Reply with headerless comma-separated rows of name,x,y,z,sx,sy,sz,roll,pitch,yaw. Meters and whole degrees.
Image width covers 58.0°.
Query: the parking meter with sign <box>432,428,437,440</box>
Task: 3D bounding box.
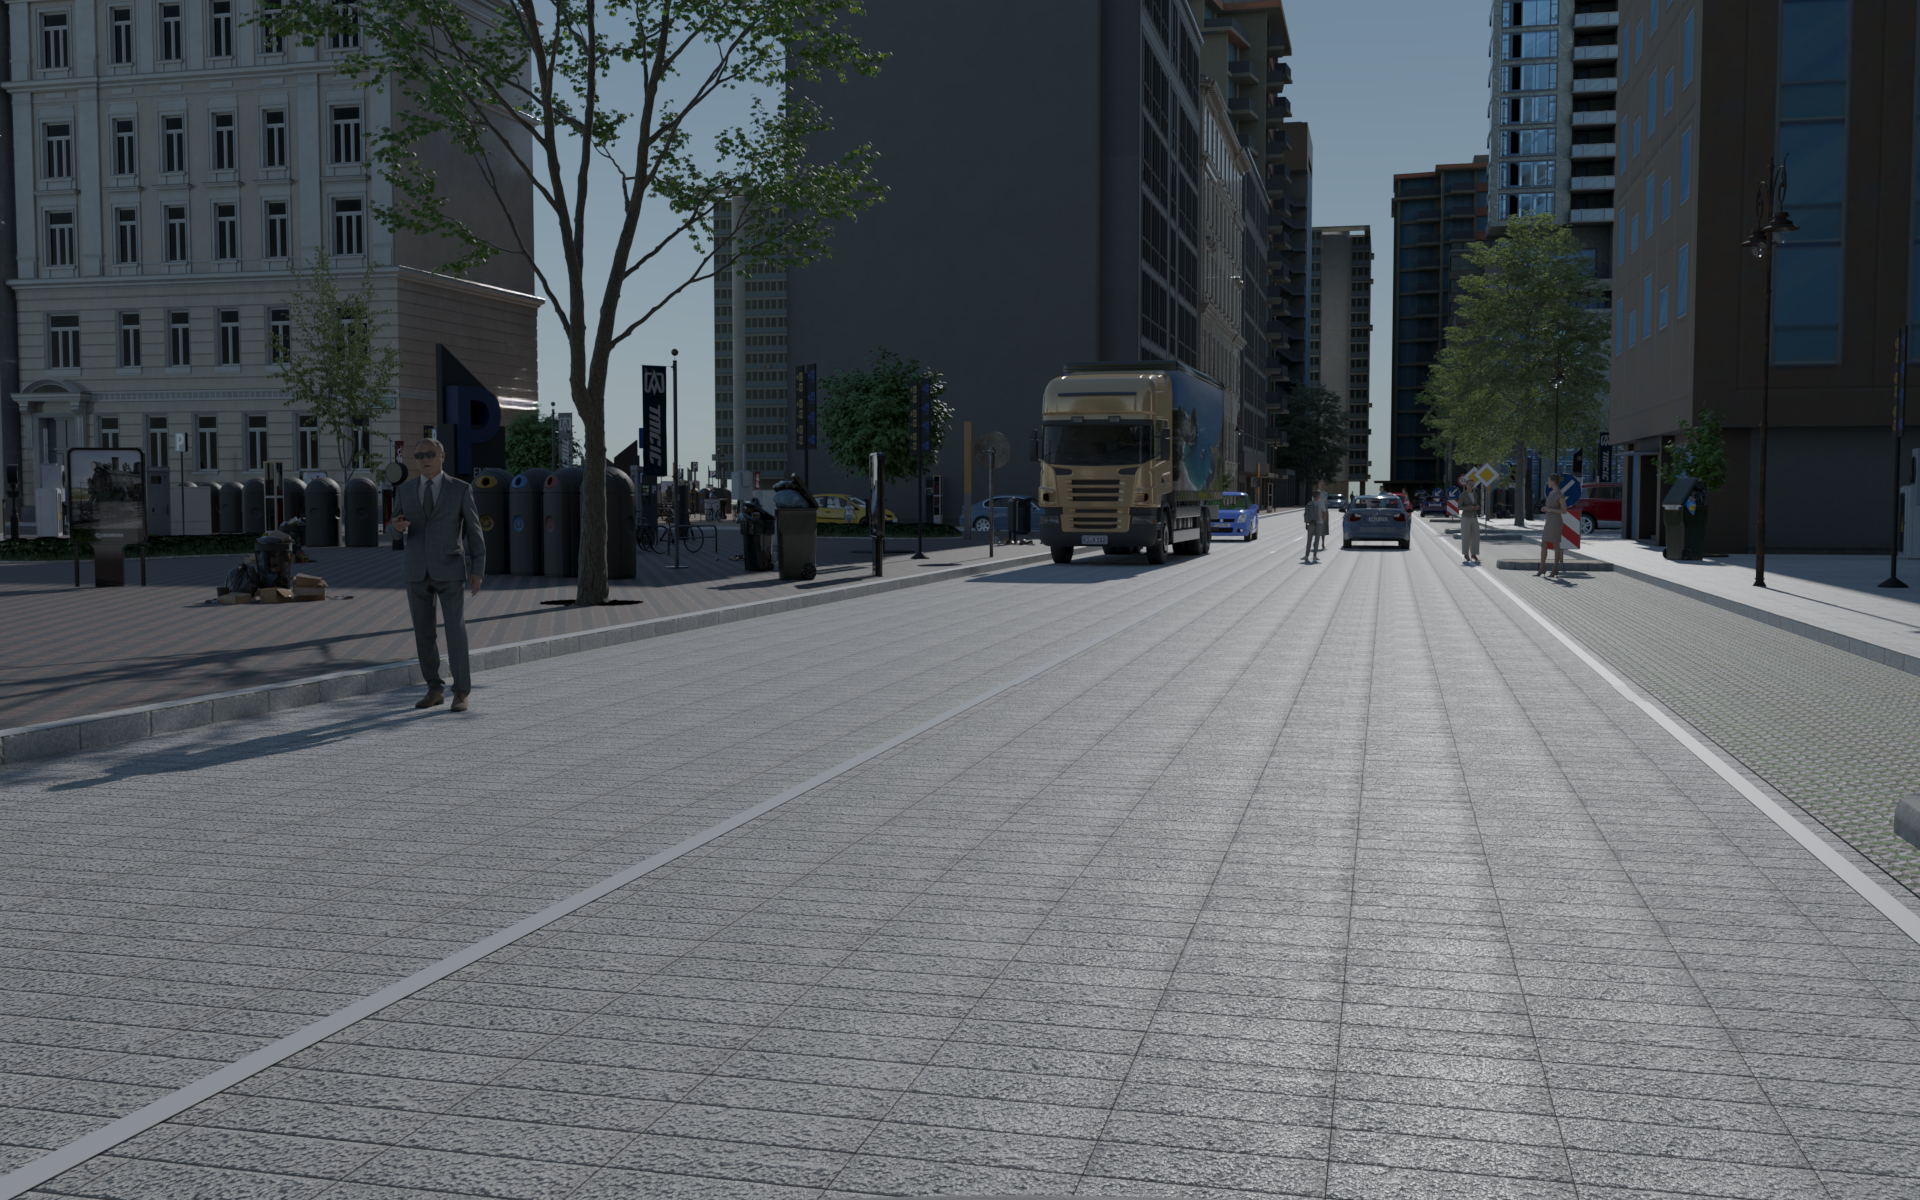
parking meter with sign,-13.093,-3.050,46.122,1.738,3.016,0.543,-2,4,-30

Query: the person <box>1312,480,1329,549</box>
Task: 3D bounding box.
person,9.463,-2.255,45.588,0.478,1.798,0.641,0,4,-4

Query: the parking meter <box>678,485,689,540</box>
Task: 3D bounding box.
parking meter,-7.784,-2.451,48.482,0.372,1.533,0.369,0,3,0

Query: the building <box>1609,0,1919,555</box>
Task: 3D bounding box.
building,23.894,-23.888,40.678,14.600,45.320,14.200,1,4,14

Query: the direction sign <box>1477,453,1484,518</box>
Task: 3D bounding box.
direction sign,28.186,-6.235,93.941,0.379,3.537,0.876,0,4,-5

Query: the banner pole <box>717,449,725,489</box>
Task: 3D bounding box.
banner pole,-13.254,-6.481,95.977,0.401,3.779,0.863,2,4,25

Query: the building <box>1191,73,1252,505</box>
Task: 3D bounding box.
building,9.943,-18.667,102.463,12.463,27.353,25.104,1,4,14

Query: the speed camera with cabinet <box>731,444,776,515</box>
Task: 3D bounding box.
speed camera with cabinet,-8.138,-4.583,69.262,2.038,3.252,0.660,-3,5,-40

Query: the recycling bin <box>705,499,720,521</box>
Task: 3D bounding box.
recycling bin,-12.062,-4.395,84.405,0.722,1.027,0.722,-1,4,-10

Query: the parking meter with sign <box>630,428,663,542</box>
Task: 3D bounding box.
parking meter with sign,-8.513,-3.065,46.366,0.543,3.016,1.738,-2,4,-25

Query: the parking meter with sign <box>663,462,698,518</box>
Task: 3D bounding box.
parking meter with sign,-14.983,-5.940,93.373,1.738,3.016,0.543,2,4,27

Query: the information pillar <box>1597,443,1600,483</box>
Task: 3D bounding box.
information pillar,29.471,-5.403,79.689,0.504,3.616,0.183,-3,5,-40

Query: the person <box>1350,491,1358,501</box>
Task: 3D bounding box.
person,43.799,-11.237,192.757,0.750,1.759,0.617,-1,4,-10

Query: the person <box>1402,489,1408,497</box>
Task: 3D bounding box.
person,33.113,-7.399,129.390,0.656,1.842,0.836,0,4,-7

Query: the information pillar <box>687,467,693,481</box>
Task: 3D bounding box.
information pillar,-23.452,-9.723,150.329,0.504,3.616,0.183,1,4,15

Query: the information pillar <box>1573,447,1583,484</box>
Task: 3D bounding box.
information pillar,30.757,-5.803,86.227,0.504,3.616,0.183,3,5,39

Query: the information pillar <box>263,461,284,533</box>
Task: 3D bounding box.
information pillar,-15.372,-2.100,38.825,0.304,2.012,0.304,1,4,13

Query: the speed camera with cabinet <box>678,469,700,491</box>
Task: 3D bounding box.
speed camera with cabinet,-18.508,-7.514,117.181,2.038,3.252,0.660,3,4,37

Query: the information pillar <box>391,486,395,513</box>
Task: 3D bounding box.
information pillar,-19.177,-3.329,58.920,0.304,2.012,0.304,-1,4,-23

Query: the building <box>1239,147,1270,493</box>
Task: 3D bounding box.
building,14.589,-20.379,126.696,14.314,27.812,24.014,1,4,14

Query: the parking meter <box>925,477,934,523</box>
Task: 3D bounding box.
parking meter,-1.019,-3.189,57.850,0.255,1.863,0.399,0,4,-6

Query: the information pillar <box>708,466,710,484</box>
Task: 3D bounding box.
information pillar,-20.626,-9.231,142.282,0.183,3.616,0.504,0,4,-2

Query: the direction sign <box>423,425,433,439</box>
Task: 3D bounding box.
direction sign,-17.322,-3.995,57.323,0.379,3.537,0.876,3,5,44

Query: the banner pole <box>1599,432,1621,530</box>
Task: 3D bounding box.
banner pole,23.126,-4.381,61.642,0.863,3.779,0.401,0,4,-3

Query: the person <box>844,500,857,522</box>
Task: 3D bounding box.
person,-3.966,-2.989,62.389,0.505,1.210,0.382,-1,4,-9

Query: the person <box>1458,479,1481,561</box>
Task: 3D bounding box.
person,10.855,-1.699,36.831,0.519,1.759,0.362,-1,4,-21

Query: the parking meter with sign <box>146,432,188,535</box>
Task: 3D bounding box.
parking meter with sign,-22.522,-3.189,48.408,0.543,3.016,1.738,3,4,37

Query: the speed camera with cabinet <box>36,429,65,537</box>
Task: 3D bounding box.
speed camera with cabinet,-27.218,-3.517,51.847,0.660,3.252,2.038,-1,4,-21

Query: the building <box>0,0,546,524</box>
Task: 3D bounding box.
building,-31.888,-18.099,81.824,20.117,28.700,13.634,1,4,14

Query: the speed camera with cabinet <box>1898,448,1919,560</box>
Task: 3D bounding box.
speed camera with cabinet,18.667,-2.398,33.540,0.660,3.252,2.038,1,4,21

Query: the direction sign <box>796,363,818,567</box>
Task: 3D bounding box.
direction sign,-2.700,-2.352,30.451,0.379,3.537,0.876,-2,4,-28

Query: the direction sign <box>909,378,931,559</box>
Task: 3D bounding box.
direction sign,-0.789,-2.582,34.220,0.379,3.537,0.876,-2,4,-28

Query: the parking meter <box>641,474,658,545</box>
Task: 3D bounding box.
parking meter,-7.827,-2.323,43.691,0.255,1.863,0.399,2,4,24

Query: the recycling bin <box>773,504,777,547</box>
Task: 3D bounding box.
recycling bin,-4.131,-1.819,42.300,0.722,1.027,0.722,1,4,10

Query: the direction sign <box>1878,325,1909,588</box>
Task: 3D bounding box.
direction sign,12.820,-1.938,23.689,0.379,3.537,0.876,1,4,20

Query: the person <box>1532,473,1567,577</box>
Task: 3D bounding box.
person,10.099,-1.272,29.634,0.374,1.781,0.599,-1,4,-10

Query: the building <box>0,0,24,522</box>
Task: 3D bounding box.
building,-51.514,-16.389,85.984,19.932,24.808,12.078,1,4,14

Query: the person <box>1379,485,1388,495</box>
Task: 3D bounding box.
person,19.117,-4.248,77.976,0.620,1.820,0.660,-2,4,-28

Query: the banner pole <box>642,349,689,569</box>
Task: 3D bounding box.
banner pole,-5.090,-2.431,29.757,0.863,3.779,0.401,-3,4,-37

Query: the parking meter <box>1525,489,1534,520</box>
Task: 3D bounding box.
parking meter,27.799,-4.654,84.504,0.372,1.533,0.369,0,3,0

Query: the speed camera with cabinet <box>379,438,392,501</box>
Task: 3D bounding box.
speed camera with cabinet,-19.437,-4.089,61.190,2.038,3.252,0.660,-2,4,-29

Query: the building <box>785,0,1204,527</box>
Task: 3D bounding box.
building,2.712,-17.460,78.981,14.314,27.812,24.014,1,4,14

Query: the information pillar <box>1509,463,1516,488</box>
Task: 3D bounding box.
information pillar,41.418,-8.473,129.891,0.504,3.616,0.183,3,5,42

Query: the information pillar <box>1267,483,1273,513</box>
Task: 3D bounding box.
information pillar,21.499,-7.078,120.223,0.304,2.012,0.304,0,4,-7

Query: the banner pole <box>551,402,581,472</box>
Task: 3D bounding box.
banner pole,-10.803,-3.479,46.896,0.863,3.779,0.401,2,4,24

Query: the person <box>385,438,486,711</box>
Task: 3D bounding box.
person,-3.507,-0.174,11.516,0.661,1.801,0.590,0,4,-2

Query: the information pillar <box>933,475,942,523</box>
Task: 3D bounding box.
information pillar,-0.874,-3.880,67.932,0.304,2.012,0.304,1,4,15

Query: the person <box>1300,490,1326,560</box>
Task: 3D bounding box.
person,7.662,-1.620,37.581,0.503,1.515,0.523,-1,4,-13
